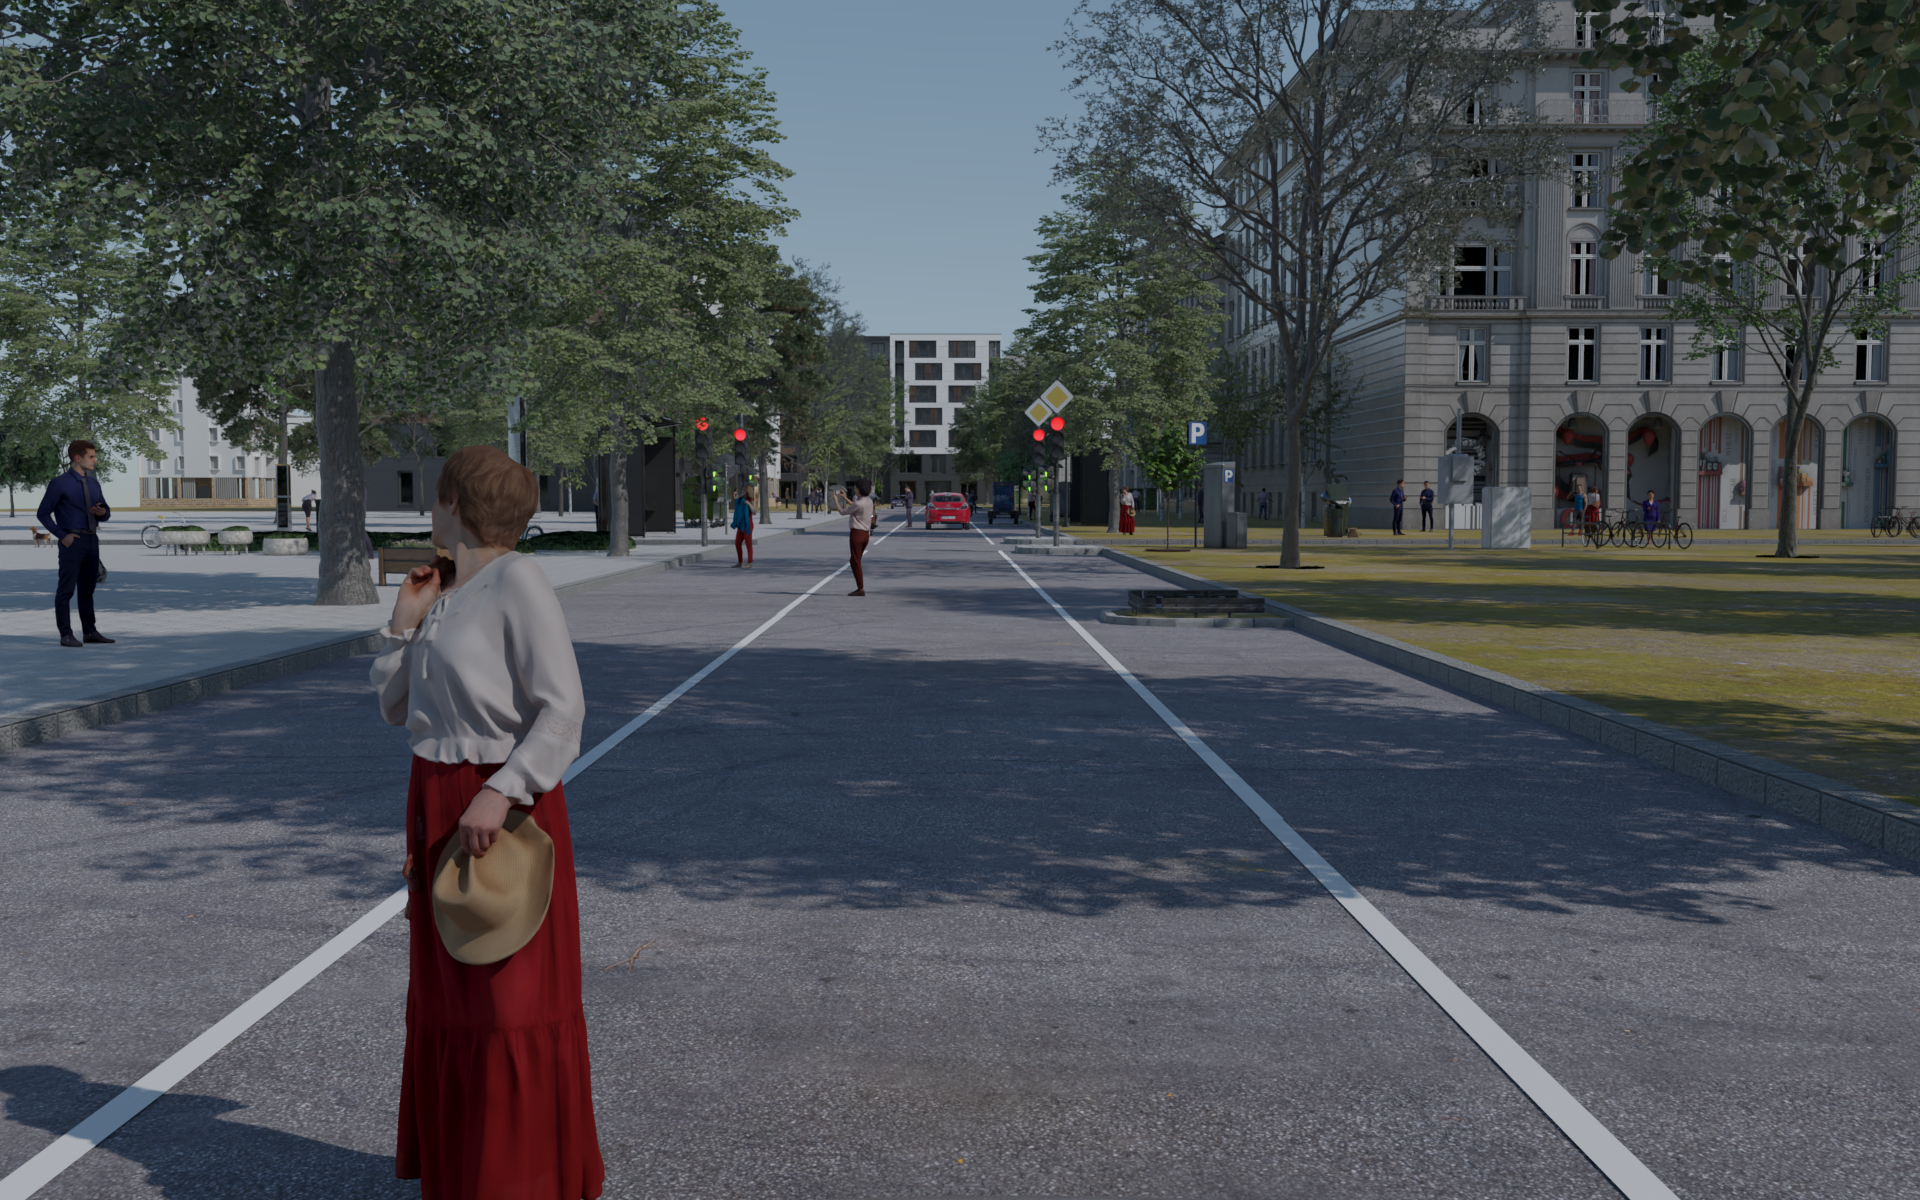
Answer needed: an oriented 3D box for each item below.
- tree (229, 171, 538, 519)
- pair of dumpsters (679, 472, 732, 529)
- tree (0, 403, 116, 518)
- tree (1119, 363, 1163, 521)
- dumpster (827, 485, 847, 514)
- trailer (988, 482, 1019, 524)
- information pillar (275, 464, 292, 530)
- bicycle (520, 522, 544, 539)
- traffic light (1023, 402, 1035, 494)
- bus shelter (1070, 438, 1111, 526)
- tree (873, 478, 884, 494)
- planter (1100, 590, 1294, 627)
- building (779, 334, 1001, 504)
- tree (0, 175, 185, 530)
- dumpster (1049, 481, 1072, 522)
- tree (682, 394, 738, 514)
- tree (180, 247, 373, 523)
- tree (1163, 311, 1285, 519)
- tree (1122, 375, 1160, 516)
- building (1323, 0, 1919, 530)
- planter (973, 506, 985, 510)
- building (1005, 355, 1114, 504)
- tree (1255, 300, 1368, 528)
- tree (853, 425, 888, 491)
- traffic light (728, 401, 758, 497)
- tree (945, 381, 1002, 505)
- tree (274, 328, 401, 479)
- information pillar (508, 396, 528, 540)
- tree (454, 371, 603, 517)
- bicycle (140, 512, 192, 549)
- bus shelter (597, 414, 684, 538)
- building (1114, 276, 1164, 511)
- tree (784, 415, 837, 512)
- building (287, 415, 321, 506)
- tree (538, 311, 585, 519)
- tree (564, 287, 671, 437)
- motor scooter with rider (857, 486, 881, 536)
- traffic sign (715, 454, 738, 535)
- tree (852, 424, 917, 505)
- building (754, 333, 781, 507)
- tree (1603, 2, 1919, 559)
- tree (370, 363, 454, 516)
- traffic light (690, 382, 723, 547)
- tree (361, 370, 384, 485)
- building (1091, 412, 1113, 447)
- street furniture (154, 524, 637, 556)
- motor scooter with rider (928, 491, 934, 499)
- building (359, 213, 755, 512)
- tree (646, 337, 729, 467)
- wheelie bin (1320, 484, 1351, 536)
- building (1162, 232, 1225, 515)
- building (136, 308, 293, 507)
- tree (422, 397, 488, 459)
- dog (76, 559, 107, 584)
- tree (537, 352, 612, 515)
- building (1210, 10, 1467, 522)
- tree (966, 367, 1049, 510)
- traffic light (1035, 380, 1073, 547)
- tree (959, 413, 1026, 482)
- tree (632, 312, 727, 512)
[{"bbox_3d":[-19.109,-7.855,54.178,9.928,11.665,9.643,0,3,0],"label":"tree"},{"bbox_3d":[-9.766,-3.909,66.402,1.574,2.255,4.436,0,4,0],"label":"pair of dumpsters"},{"bbox_3d":[-55.820,-8.421,100.591,20.602,7.101,11.467,2,4,34],"label":"tree"},{"bbox_3d":[9.775,-8.060,82.137,4.737,8.622,4.395,0,3,0],"label":"tree"},{"bbox_3d":[-7.837,-6.376,110.003,1.264,1.857,1.865,0,4,-1],"label":"dumpster"},{"bbox_3d":[2.062,-4.668,83.364,1.471,1.999,3.904,0,4,0],"label":"trailer"},{"bbox_3d":[-16.637,-2.332,42.620,0.304,2.012,0.304,-1,4,-10],"label":"information pillar"},{"bbox_3d":[-10.005,-1.600,39.382,0.635,0.972,1.543,2,4,34],"label":"bicycle"},{"bbox_3d":[2.254,-3.733,50.286,0.839,4.213,0.868,0,4,-1],"label":"traffic light"},{"bbox_3d":[5.275,-4.924,71.786,1.731,3.624,6.357,0,4,0],"label":"bus shelter"},{"bbox_3d":[-9.041,-11.699,185.876,1.663,3.219,1.824,0,3,0],"label":"tree"},{"bbox_3d":[2.609,0.092,19.643,1.991,0.319,1.994,0,4,-1],"label":"planter"},{"bbox_3d":[-11.226,-23.871,234.260,32.646,21.610,27.936,0,4,-1],"label":"building"},{"bbox_3d":[-31.314,-8.760,61.356,7.486,12.596,7.792,0,3,0],"label":"tree"},{"bbox_3d":[4.730,-4.480,79.012,1.264,1.857,1.865,0,4,-1],"label":"dumpster"},{"bbox_3d":[-13.967,-9.265,101.848,4.737,8.622,4.395,0,3,0],"label":"tree"},{"bbox_3d":[-29.486,-10.278,75.472,7.806,13.903,7.818,0,3,0],"label":"tree"},{"bbox_3d":[11.086,-7.347,70.489,4.737,8.622,4.395,0,3,0],"label":"tree"},{"bbox_3d":[11.630,-9.262,101.803,4.360,8.622,3.978,0,3,0],"label":"tree"},{"bbox_3d":[27.319,-13.794,67.338,24.055,21.916,13.314,0,4,-1],"label":"building"},{"bbox_3d":[1.228,-8.016,152.207,1.991,0.319,1.994,0,4,-1],"label":"planter"},{"bbox_3d":[21.468,-22.163,228.815,31.486,18.905,16.747,0,4,-1],"label":"building"},{"bbox_3d":[12.924,-6.992,64.674,4.360,8.622,3.978,0,3,0],"label":"tree"},{"bbox_3d":[-8.852,-13.747,175.133,4.360,8.622,3.978,0,3,0],"label":"tree"},{"bbox_3d":[-6.306,-3.727,50.181,0.839,4.213,0.868,0,4,-1],"label":"traffic light"},{"bbox_3d":[3.107,-17.742,196.738,9.857,13.997,8.962,0,3,0],"label":"tree"},{"bbox_3d":[-32.101,-10.172,88.374,6.751,12.117,7.091,0,3,0],"label":"tree"},{"bbox_3d":[-10.773,-3.112,42.201,0.184,3.620,1.656,-2,4,-24],"label":"information pillar"},{"bbox_3d":[-22.835,-10.017,98.184,8.767,10.594,7.601,0,4,6],"label":"tree"},{"bbox_3d":[-18.544,-1.680,40.696,1.543,0.972,0.635,0,3,0],"label":"bicycle"},{"bbox_3d":[-9.725,-3.799,53.396,1.731,3.624,6.357,0,4,-1],"label":"bus shelter"},{"bbox_3d":[23.214,-17.150,146.858,16.747,18.905,31.486,0,4,-1],"label":"building"},{"bbox_3d":[-10.528,-10.586,123.450,4.360,8.622,3.978,0,3,0],"label":"tree"},{"bbox_3d":[-56.892,-14.872,185.301,28.070,9.664,9.099,0,4,-1],"label":"building"},{"bbox_3d":[-22.415,-10.063,90.281,9.928,11.665,9.643,0,3,0],"label":"tree"},{"bbox_3d":[-11.900,-6.762,60.920,4.360,8.622,3.978,0,3,0],"label":"tree"},{"bbox_3d":[-3.123,-3.055,58.917,0.876,1.779,1.986,0,4,1],"label":"motor scooter with rider"},{"bbox_3d":[-7.370,-3.330,54.555,0.768,2.556,0.104,1,4,9],"label":"traffic sign"},{"bbox_3d":[-8.922,-16.316,201.172,8.767,10.594,7.601,1,4,10],"label":"tree"},{"bbox_3d":[-25.000,-19.938,182.400,11.380,20.091,16.016,0,4,-1],"label":"building"},{"bbox_3d":[16.790,-6.647,34.428,9.928,11.665,9.643,0,3,0],"label":"tree"},{"bbox_3d":[-31.974,-10.323,103.196,8.767,10.594,7.601,0,4,8],"label":"tree"},{"bbox_3d":[-6.223,-3.239,42.196,0.839,4.213,0.868,0,4,-1],"label":"traffic light"},{"bbox_3d":[-33.808,-8.908,96.013,4.360,8.622,3.978,0,3,0],"label":"tree"},{"bbox_3d":[18.994,-14.383,177.311,9.099,9.664,28.070,0,4,-1],"label":"building"},{"bbox_3d":[-12.419,-1.383,38.232,10.072,0.657,5.734,0,3,0],"label":"street furniture"},{"bbox_3d":[-2.338,-8.648,150.353,0.876,1.779,1.986,0,4,1],"label":"motor scooter with rider"},{"bbox_3d":[-32.546,-18.199,141.531,27.936,21.610,32.646,0,4,-1],"label":"building"},{"bbox_3d":[-16.541,-11.348,111.291,9.928,11.665,9.643,0,3,0],"label":"tree"},{"bbox_3d":[11.467,-2.762,53.070,0.980,1.594,0.693,-1,4,-14],"label":"wheelie bin"},{"bbox_3d":[19.410,-15.377,116.045,10.561,19.102,19.286,0,4,-1],"label":"building"},{"bbox_3d":[-76.863,-19.838,180.769,11.380,20.091,16.016,0,4,-1],"label":"building"},{"bbox_3d":[-34.582,-10.307,118.885,4.737,8.622,4.395,0,3,0],"label":"tree"},{"bbox_3d":[-12.562,-0.647,24.963,0.800,0.831,0.513,3,5,43],"label":"dog"},{"bbox_3d":[-16.231,-7.732,76.779,4.737,8.622,4.395,0,3,0],"label":"tree"},{"bbox_3d":[23.480,-15.783,91.343,16.112,22.955,30.059,0,4,-1],"label":"building"},{"bbox_3d":[4.336,-12.963,137.707,9.928,11.665,9.643,0,3,0],"label":"tree"},{"bbox_3d":[2.338,-3.245,42.301,0.839,4.213,0.868,0,4,-1],"label":"traffic light"},{"bbox_3d":[3.620,-14.436,170.446,8.767,10.594,7.601,1,4,19],"label":"tree"},{"bbox_3d":[-19.445,-13.054,120.852,7.806,13.903,7.818,0,3,0],"label":"tree"}]
